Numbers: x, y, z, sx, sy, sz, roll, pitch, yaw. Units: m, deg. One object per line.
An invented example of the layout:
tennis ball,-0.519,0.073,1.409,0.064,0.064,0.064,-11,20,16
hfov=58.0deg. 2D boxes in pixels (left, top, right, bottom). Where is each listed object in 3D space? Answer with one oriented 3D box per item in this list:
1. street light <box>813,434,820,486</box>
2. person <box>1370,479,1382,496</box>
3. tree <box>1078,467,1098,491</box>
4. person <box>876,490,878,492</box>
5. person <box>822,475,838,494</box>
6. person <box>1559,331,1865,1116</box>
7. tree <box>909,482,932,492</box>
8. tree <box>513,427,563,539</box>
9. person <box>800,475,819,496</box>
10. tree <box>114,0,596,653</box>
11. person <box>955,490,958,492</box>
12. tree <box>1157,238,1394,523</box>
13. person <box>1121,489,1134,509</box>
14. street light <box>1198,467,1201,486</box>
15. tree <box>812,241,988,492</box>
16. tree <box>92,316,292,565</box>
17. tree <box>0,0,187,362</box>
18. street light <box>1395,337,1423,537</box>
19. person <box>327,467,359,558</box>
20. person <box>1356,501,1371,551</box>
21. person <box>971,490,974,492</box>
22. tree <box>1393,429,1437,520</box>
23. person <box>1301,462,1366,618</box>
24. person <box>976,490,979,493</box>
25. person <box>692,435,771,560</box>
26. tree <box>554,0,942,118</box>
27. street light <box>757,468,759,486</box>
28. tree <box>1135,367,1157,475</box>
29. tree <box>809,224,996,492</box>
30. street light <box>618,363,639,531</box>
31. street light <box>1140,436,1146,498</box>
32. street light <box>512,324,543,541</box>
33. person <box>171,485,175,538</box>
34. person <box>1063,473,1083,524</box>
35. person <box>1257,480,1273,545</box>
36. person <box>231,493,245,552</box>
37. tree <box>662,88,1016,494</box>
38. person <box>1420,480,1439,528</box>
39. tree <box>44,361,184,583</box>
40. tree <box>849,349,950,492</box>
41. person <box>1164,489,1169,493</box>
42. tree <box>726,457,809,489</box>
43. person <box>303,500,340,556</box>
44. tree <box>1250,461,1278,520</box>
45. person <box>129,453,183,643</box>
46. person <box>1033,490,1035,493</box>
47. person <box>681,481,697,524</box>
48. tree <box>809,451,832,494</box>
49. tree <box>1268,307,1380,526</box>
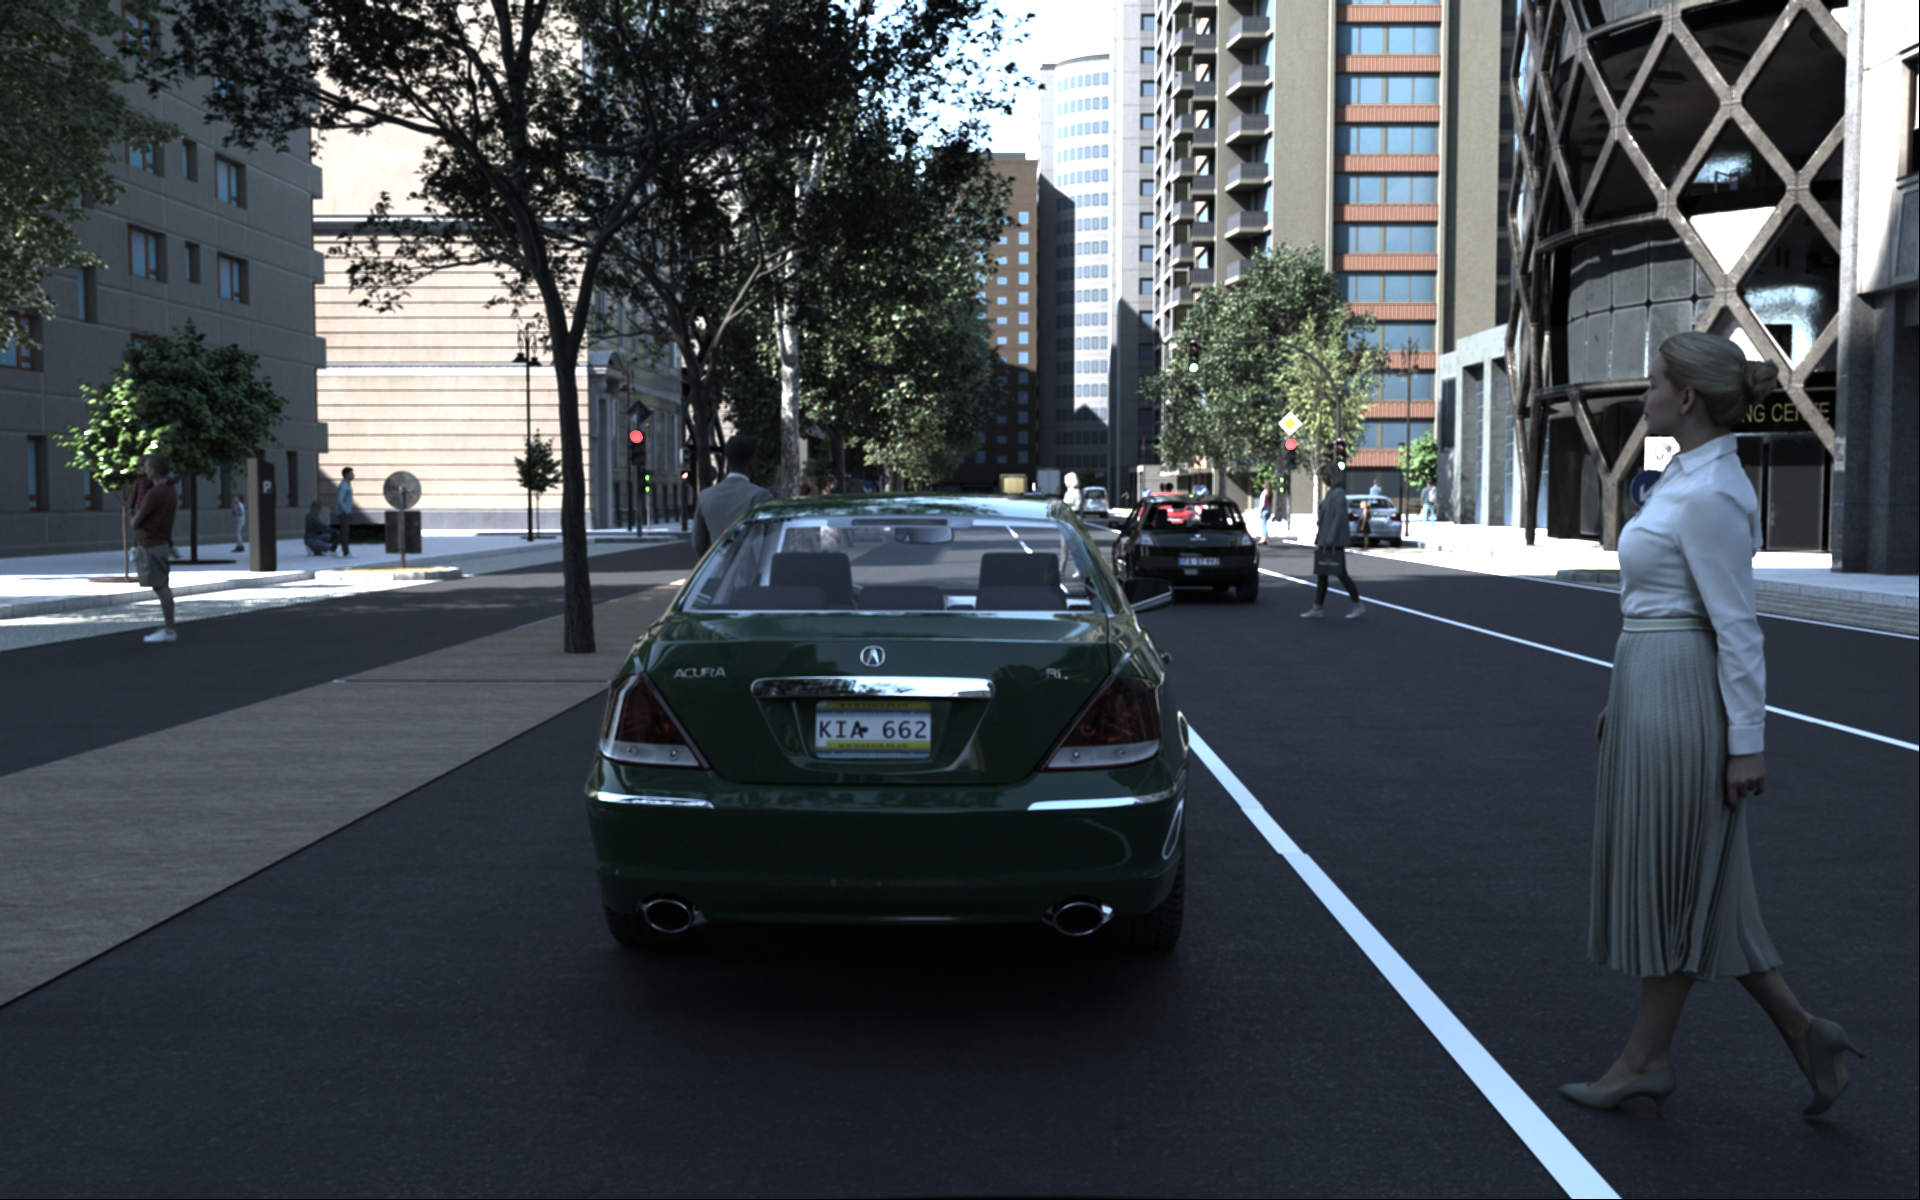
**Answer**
street light,-10.728,-9.613,129.955,0.468,5.910,1.993,0,4,1
person,15.349,-3.537,63.893,0.581,1.822,0.654,0,4,-1
tree,15.870,-13.985,212.364,4.285,4.588,4.351,0,3,0
person,-9.984,-12.321,207.576,1.350,1.814,0.705,1,4,19
person,-2.026,-1.077,26.865,0.466,1.731,0.760,2,4,23
person,1.732,0.291,3.961,0.641,1.798,0.478,2,4,30
tree,-2.195,-10.745,128.494,4.360,8.622,3.978,0,3,0
tree,-12.119,-3.402,50.232,1.663,3.219,1.824,0,3,0
person,-3.088,-1.648,35.420,0.580,1.828,0.573,2,4,31
tree,-3.396,-4.816,15.618,8.767,10.594,7.601,0,4,1
person,-0.281,-9.063,156.692,1.348,1.823,0.705,2,4,34
tree,14.502,-9.827,77.683,9.611,12.733,9.660,0,3,0
person,14.343,-8.641,148.036,1.217,1.735,0.721,-1,4,-14
street light,13.752,-7.744,99.406,0.468,5.910,1.993,0,4,1
tree,-2.824,-8.931,66.605,7.486,12.596,7.792,0,3,0
tree,-14.161,-2.951,31.955,4.285,4.588,4.351,0,3,0
tree,-12.343,-6.183,19.224,7.486,12.596,7.792,0,3,0
street light,13.220,-4.788,51.076,0.468,5.910,1.993,0,4,1
person,-12.417,-1.757,34.795,0.620,1.820,0.660,-1,4,-19
person,10.182,-1.867,43.698,0.373,1.253,0.362,1,4,17
person,1.148,-9.424,162.565,0.705,1.826,1.348,0,4,4
tree,23.406,-6.306,86.819,4.285,4.588,4.351,0,3,0
person,4.313,-0.686,19.904,0.728,1.800,0.709,0,4,2
person,1.359,-8.273,144.490,1.217,1.743,0.721,3,5,39
person,-1.369,-0.108,10.542,0.678,1.792,0.850,2,4,25
tree,-4.573,-10.788,34.735,12.611,20.169,13.585,0,3,0
street light,-11.090,-7.484,95.145,0.468,5.910,1.993,0,4,1
tree,14.047,-10.699,91.942,9.611,12.733,9.660,0,3,0
tree,-2.937,-10.166,75.319,9.857,13.997,8.962,0,3,0
street light,-11.533,-5.355,60.336,0.468,5.910,1.993,0,4,1
street light,14.221,-9.873,134.215,0.468,5.910,1.993,0,4,1
street light,-11.697,-4.538,46.979,0.468,5.910,1.993,0,4,1
person,-16.850,-1.875,36.482,0.659,1.850,0.755,-3,5,-41
person,1.892,-1.298,29.899,0.526,1.800,0.537,-1,4,-19
person,8.671,-2.482,49.089,0.388,1.821,0.555,2,4,35
person,-15.983,-1.713,38.327,0.425,1.301,0.394,2,4,33
tree,-3.280,-7.765,46.423,9.611,12.733,9.660,0,3,0
person,17.468,-3.585,64.637,0.794,1.824,0.713,3,5,39
tree,-12.077,-1.870,25.181,1.663,3.219,1.824,0,3,0
tree,-2.694,-6.587,60.524,4.737,8.622,4.395,0,3,0
person,16.356,-7.984,137.400,1.217,1.723,0.721,0,4,6
tree,-12.039,-7.189,101.253,4.285,4.588,4.351,0,3,0
person,-13.286,-1.496,36.004,0.738,1.151,1.012,-2,4,-27
tree,14.763,-5.492,84.403,1.663,3.219,1.824,0,3,0
person,-7.829,-0.513,16.863,0.580,1.828,0.573,2,4,30
person,8.651,-11.926,203.113,1.348,1.869,0.705,-1,4,-13
person,-11.445,-4.108,73.122,0.836,1.842,0.656,2,4,34
tree,-10.680,-9.146,133.251,4.285,4.588,4.351,0,3,0
tree,14.473,-7.260,69.056,4.737,8.622,4.395,0,3,0
